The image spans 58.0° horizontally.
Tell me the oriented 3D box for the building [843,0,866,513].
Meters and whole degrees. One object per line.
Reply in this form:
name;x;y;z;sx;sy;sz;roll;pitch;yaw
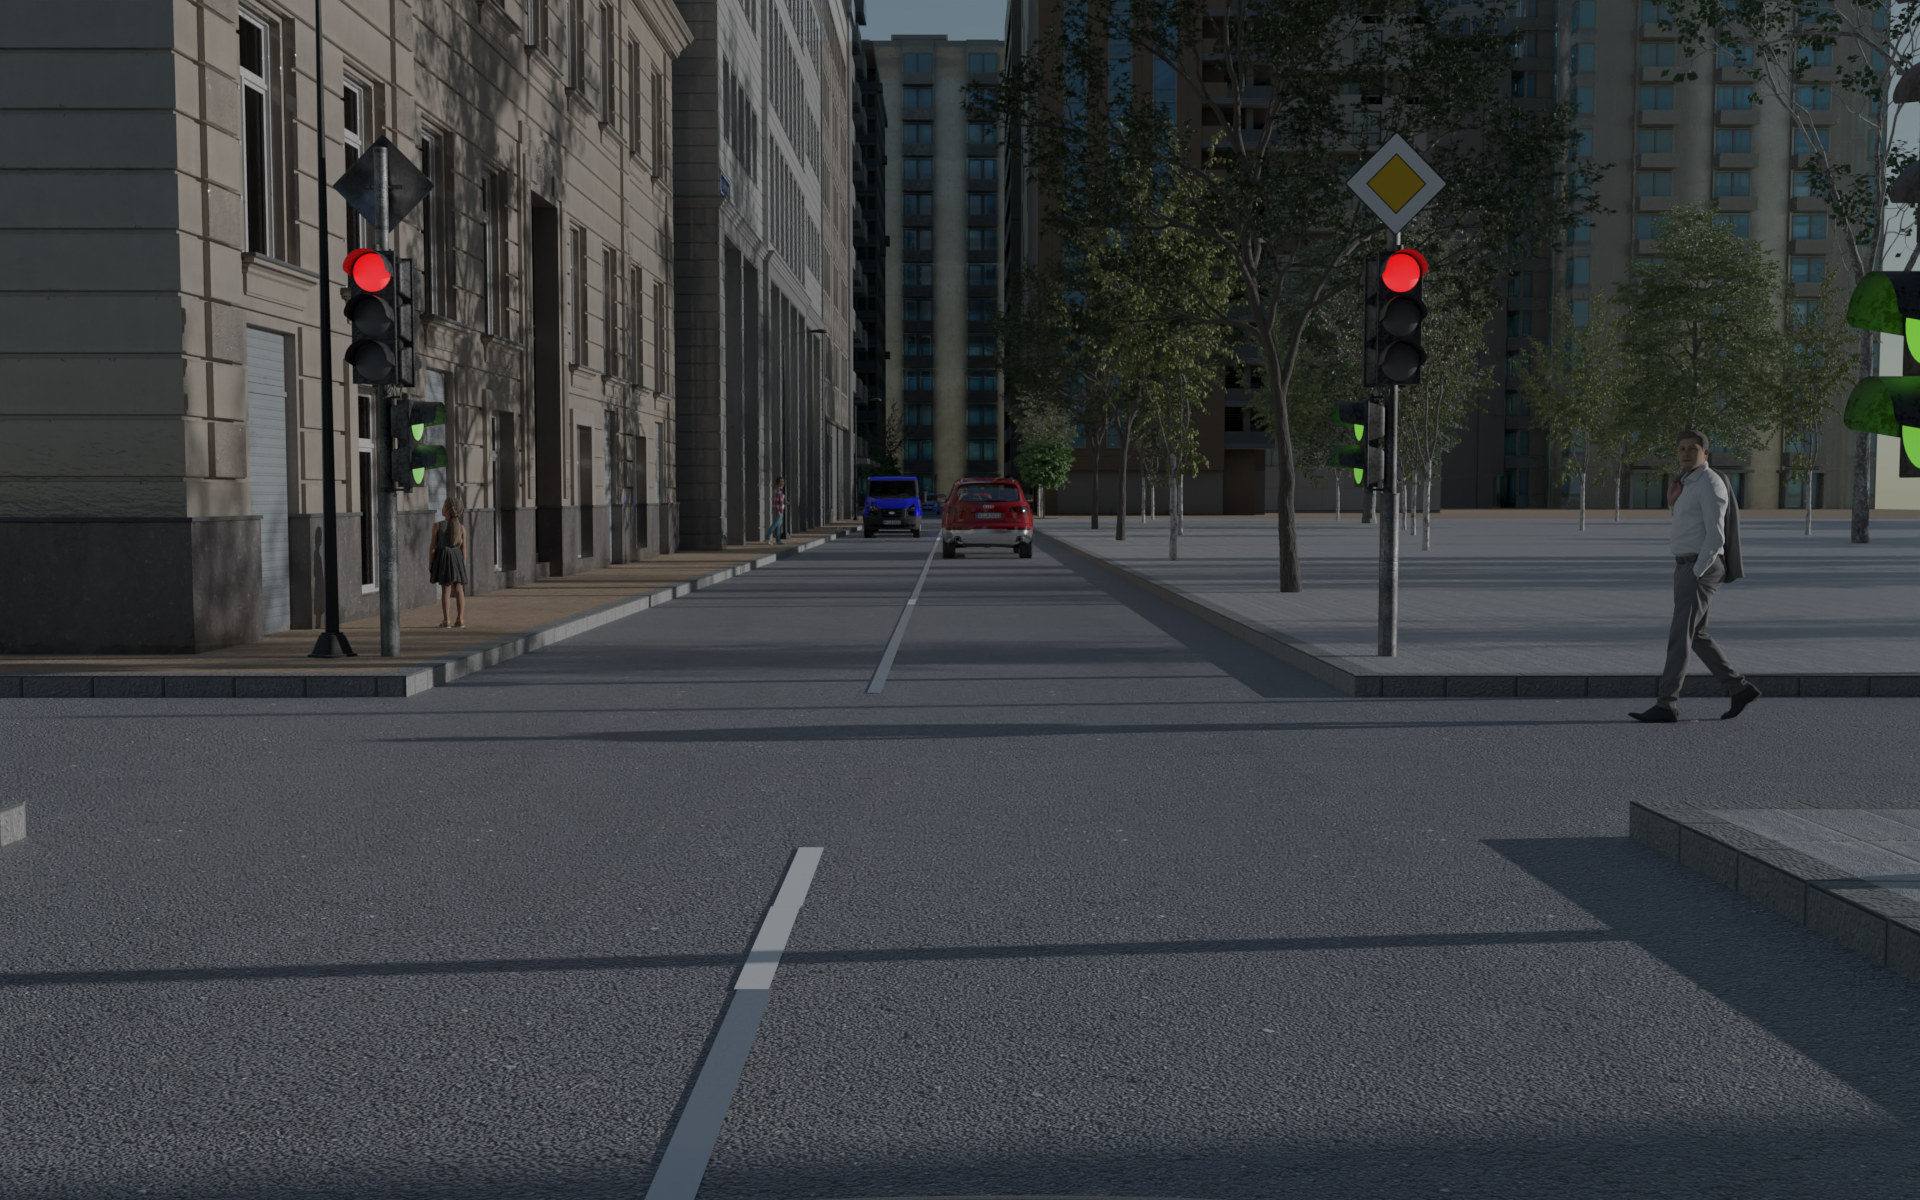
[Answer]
building;-17.099;-29.618;103.859;23.786;49.044;30.456;0;3;0

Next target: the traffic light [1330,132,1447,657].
traffic light;3.370;-1.511;13.621;0.839;4.253;0.868;0;3;0

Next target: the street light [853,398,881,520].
street light;-4.531;-6.831;84.223;1.470;5.913;1.316;0;3;0

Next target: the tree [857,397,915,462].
tree;-5.619;-11.062;131.232;4.360;8.622;3.978;0;3;0

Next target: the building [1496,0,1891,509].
building;63.644;-32.621;152.965;30.456;49.044;23.786;0;3;0

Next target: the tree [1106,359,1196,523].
tree;9.440;-8.338;86.694;4.360;8.622;3.978;0;3;0

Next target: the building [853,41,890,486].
building;-18.188;-27.922;148.406;23.993;40.220;32.217;0;3;0

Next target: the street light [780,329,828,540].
street light;-4.415;-4.667;48.852;1.470;5.913;1.316;0;3;0

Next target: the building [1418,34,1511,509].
building;40.746;-28.983;157.471;14.086;41.232;14.154;0;3;0

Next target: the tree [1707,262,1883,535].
tree;26.596;-6.377;54.627;4.737;8.622;4.395;0;3;0

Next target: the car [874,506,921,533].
car;-2.491;-3.279;65.613;2.014;1.417;4.499;0;4;-1

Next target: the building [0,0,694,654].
building;-11.779;-13.935;25.100;12.463;27.353;25.104;0;3;0

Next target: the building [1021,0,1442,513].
building;18.426;-32.997;128.746;28.713;52.752;27.495;0;3;0

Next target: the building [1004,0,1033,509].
building;14.847;-32.396;153.369;21.300;48.544;21.600;0;3;0

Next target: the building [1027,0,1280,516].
building;11.415;-27.986;107.683;14.600;45.320;14.200;0;3;0

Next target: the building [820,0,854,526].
building;-11.458;-15.925;78.388;12.078;24.808;19.932;0;3;0

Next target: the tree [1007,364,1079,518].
tree;4.496;-8.803;94.292;4.360;8.622;3.978;0;3;0

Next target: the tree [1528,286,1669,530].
tree;21.806;-6.777;61.171;4.737;8.622;4.395;0;3;0

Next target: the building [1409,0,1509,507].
building;56.040;-39.162;182.291;28.212;58.520;21.231;0;3;0

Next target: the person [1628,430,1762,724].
person;4.636;-0.141;10.910;0.850;1.850;0.679;0;4;2

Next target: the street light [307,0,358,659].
street light;-4.410;-2.504;13.481;1.470;5.913;1.316;0;3;0

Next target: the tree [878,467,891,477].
tree;-5.240;-7.818;122.430;1.663;3.219;1.824;0;3;0

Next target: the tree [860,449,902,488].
tree;-5.702;-8.743;126.663;4.285;4.588;4.351;0;3;0

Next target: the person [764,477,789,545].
person;-4.645;-2.260;43.840;0.643;1.720;0.563;0;4;-1

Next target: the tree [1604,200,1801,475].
tree;28.745;-9.130;67.403;7.486;12.596;7.792;0;3;0

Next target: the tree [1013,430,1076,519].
tree;4.409;-6.480;89.659;4.285;4.588;4.351;0;3;0

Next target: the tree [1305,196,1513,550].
tree;10.516;-5.447;39.425;4.360;8.622;3.978;0;3;0

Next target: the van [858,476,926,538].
van;-2.263;-3.302;58.376;2.240;2.365;5.245;0;4;-1

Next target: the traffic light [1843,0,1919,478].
traffic light;3.385;-1.022;5.636;0.839;4.253;0.868;0;3;0

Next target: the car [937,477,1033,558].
car;0.597;-1.927;40.173;2.281;1.827;5.304;0;4;0

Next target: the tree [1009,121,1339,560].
tree;3.925;-5.064;33.154;4.737;8.622;4.395;0;3;0

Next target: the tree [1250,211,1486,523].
tree;17.865;-10.336;75.655;9.857;13.997;8.962;0;3;0

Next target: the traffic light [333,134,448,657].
traffic light;-4.491;-1.509;13.590;0.839;4.253;0.868;0;3;0

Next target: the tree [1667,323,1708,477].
tree;30.735;-7.568;74.095;4.737;8.622;4.395;0;3;0

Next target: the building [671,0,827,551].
building;-10.796;-16.849;52.977;11.434;29.767;29.804;0;3;0

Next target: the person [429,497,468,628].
person;-4.931;-0.365;16.672;0.362;1.253;0.373;-2;4;-31

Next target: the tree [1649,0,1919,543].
tree;24.693;-11.493;43.800;12.611;20.169;13.585;0;3;0

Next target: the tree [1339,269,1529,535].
tree;14.389;-6.332;53.893;4.737;8.622;4.395;0;3;0

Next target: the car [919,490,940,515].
car;-2.236;-6.836;121.358;1.945;1.707;3.694;0;4;0

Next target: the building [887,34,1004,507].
building;-4.295;-34.488;183.486;30.456;49.044;23.786;0;3;0

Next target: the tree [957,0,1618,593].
tree;4.322;-5.401;22.711;8.767;10.594;7.601;0;4;-6
